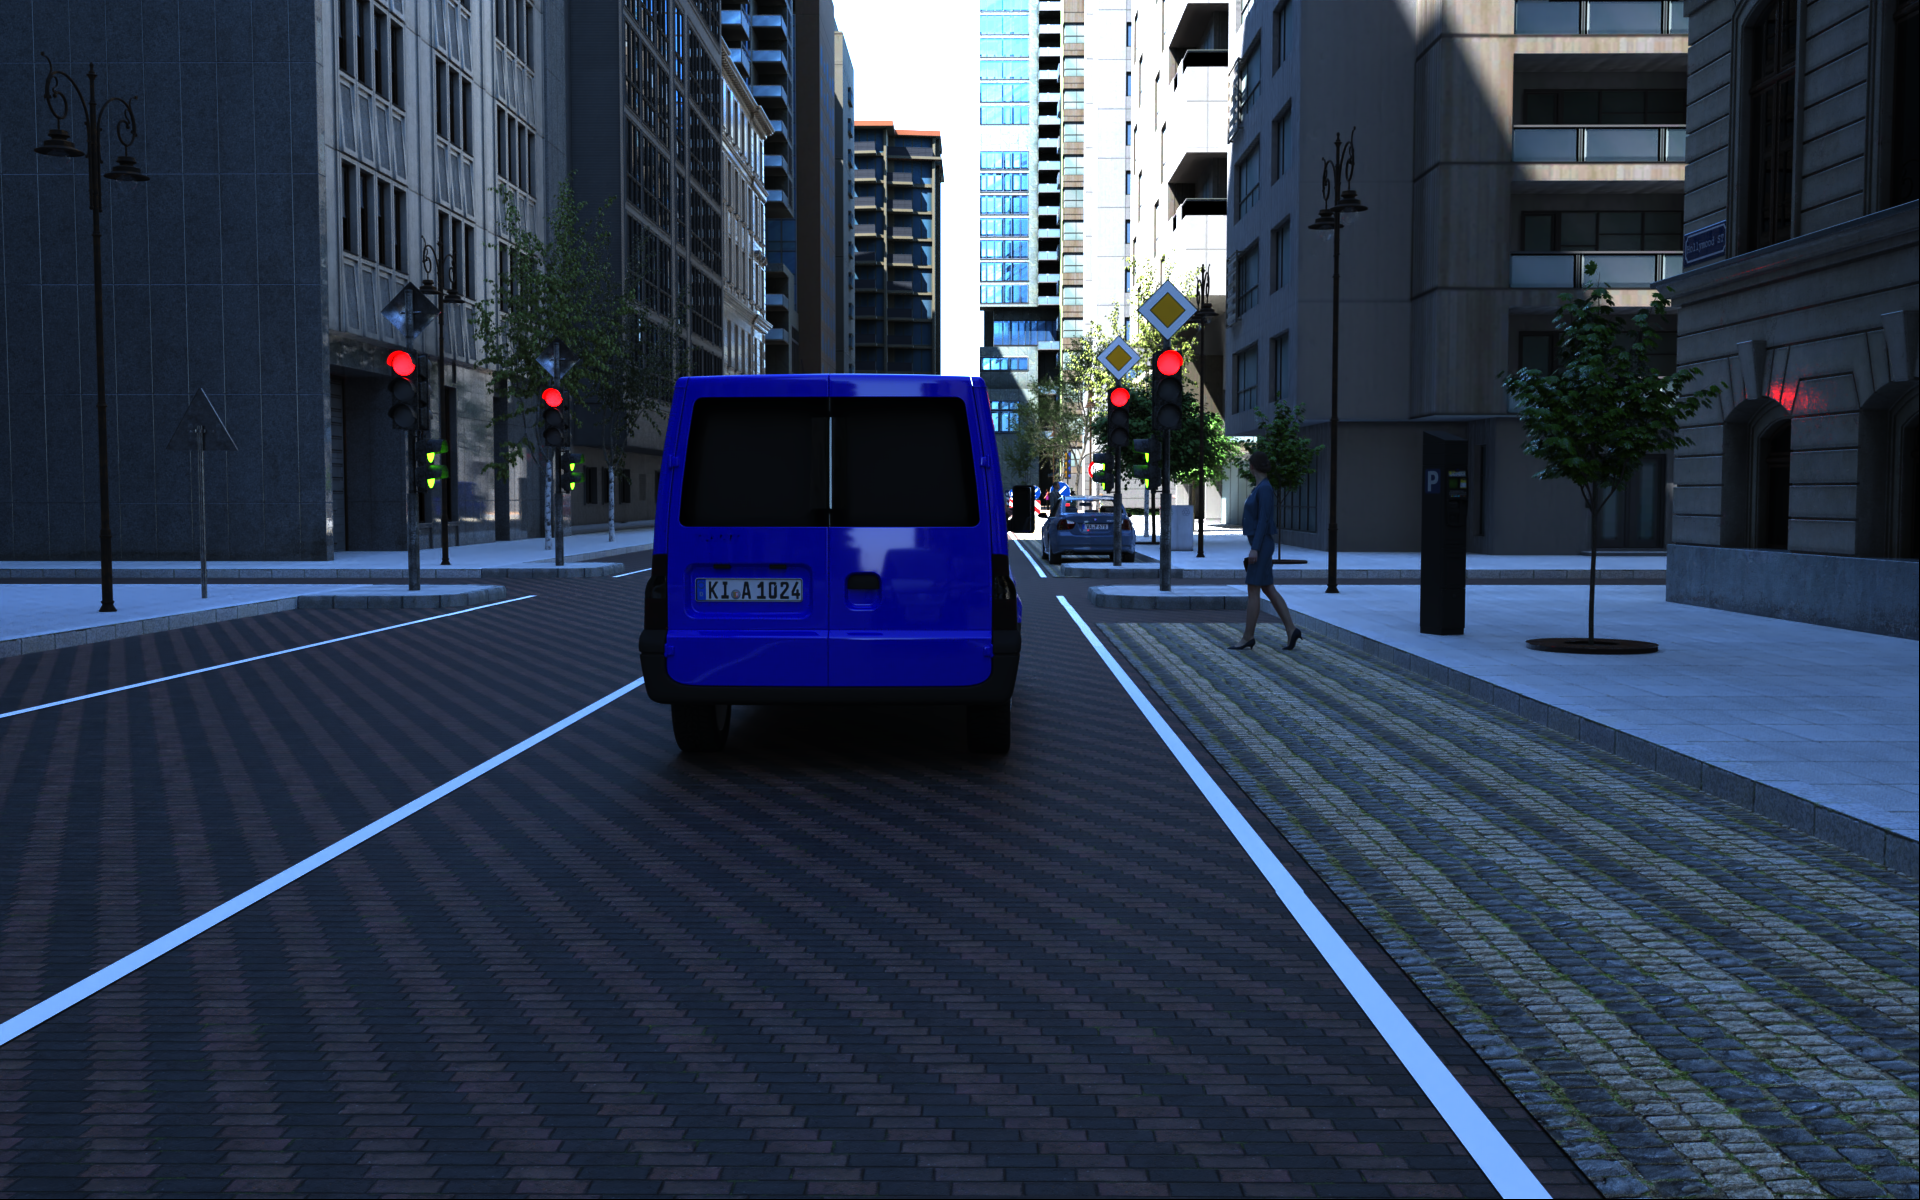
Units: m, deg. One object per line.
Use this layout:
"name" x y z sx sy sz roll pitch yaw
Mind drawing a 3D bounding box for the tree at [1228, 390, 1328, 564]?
"tree" 5.943 -2.301 32.222 1.663 3.219 1.824 0 3 0

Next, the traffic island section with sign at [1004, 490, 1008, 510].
"traffic island section with sign" 4.298 -9.242 159.737 1.989 1.847 2.006 0 4 1

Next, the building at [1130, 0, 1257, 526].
"building" 21.858 -29.629 73.674 28.713 52.752 27.495 0 4 1

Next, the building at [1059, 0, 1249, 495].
"building" 15.125 -28.042 142.079 14.154 41.232 14.086 0 4 1

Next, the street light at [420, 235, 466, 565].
"street light" -9.327 -3.574 31.221 0.468 5.910 1.993 0 4 1

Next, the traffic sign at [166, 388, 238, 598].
"traffic sign" -9.300 -1.299 21.245 0.884 2.594 0.081 0 4 1

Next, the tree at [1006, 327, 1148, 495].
"tree" 6.631 -9.984 97.657 8.767 10.594 7.601 -1 4 -23

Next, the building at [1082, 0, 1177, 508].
"building" 19.136 -35.376 120.396 21.231 58.520 28.212 0 4 1

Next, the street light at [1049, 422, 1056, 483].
"street light" 5.714 -8.125 105.625 0.468 5.910 1.993 0 4 1

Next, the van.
"van" -0.602 -0.419 11.237 2.240 2.365 5.245 0 4 1

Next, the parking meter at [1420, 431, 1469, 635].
"parking meter" 4.427 -0.619 15.831 0.255 1.863 0.399 -1 4 -22

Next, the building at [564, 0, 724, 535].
"building" -17.361 -16.553 64.154 14.314 27.812 24.014 0 4 1

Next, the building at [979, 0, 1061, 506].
"building" 13.925 -54.332 200.993 31.000 86.520 22.319 0 4 1

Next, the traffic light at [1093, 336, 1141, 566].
"traffic light" 2.796 -2.565 30.857 0.839 4.253 0.868 0 4 1

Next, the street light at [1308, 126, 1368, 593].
"street light" 4.832 -3.029 22.305 0.468 5.910 1.993 0 4 1

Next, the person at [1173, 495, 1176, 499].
"person" 11.727 -5.337 93.501 0.583 1.804 0.606 0 4 -3

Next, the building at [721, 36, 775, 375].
"building" -17.146 -17.866 89.371 12.463 27.353 25.104 0 4 1

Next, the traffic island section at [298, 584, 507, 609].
"traffic island section" -7.295 -0.050 23.103 2.009 0.180 2.903 0 4 1

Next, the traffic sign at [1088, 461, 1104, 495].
"traffic sign" 5.107 -3.905 63.956 0.768 2.556 0.104 1 4 8

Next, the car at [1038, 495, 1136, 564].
"car" 2.664 -1.493 36.415 2.014 1.417 4.499 0 4 0

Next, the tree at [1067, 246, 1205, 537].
"tree" 5.487 -6.202 51.762 4.737 8.622 4.395 0 3 0

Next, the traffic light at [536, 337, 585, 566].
"traffic light" -7.165 -2.571 30.953 0.839 4.253 0.868 0 4 1

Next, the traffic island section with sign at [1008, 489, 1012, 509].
"traffic island section with sign" 3.431 -4.579 83.502 1.989 1.847 2.006 0 4 1

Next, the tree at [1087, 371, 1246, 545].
"tree" 4.972 -3.720 44.539 4.285 4.588 4.351 0 3 0

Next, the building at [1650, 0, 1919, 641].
"building" 13.401 -11.249 2.998 14.460 24.649 34.723 0 4 1

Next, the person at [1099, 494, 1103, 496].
"person" 6.040 -3.962 75.072 0.590 1.304 0.306 -1 4 -16

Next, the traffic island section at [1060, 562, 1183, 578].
"traffic island section" 2.836 -0.531 30.971 2.009 0.180 2.903 0 4 1

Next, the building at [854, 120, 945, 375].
"building" -16.374 -33.508 202.482 28.867 44.769 22.147 0 4 1

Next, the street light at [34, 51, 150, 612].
"street light" -9.302 -2.810 18.728 0.468 5.910 1.993 0 4 1

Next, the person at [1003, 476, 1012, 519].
"person" 0.319 -0.755 21.198 0.716 1.782 0.532 -2 4 -28

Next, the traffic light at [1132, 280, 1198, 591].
"traffic light" 2.706 -2.077 22.873 0.839 4.253 0.868 0 4 1

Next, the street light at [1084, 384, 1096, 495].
"street light" 5.286 -5.952 70.096 0.468 5.910 1.993 0 4 1

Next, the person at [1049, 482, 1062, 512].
"person" 2.949 -2.706 52.842 0.767 1.812 0.694 1 4 20

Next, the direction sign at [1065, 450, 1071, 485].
"direction sign" 5.594 -5.994 90.000 0.379 3.537 0.876 -1 4 -16

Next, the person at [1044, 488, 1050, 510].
"person" 6.786 -7.871 135.416 0.721 1.739 1.217 1 4 18

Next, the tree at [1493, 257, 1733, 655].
"tree" 5.182 -1.209 14.376 1.663 3.219 1.824 0 3 0

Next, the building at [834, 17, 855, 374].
"building" -21.556 -33.385 169.547 21.600 48.544 21.300 0 4 1

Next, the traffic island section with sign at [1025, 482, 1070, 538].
"traffic island section with sign" 3.131 -2.931 56.548 1.989 1.847 2.006 0 4 1

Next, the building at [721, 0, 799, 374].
"building" -22.109 -49.374 119.943 22.319 86.520 31.000 0 4 1

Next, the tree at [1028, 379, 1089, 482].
"tree" 6.182 -9.732 109.481 4.360 8.622 3.978 0 3 0

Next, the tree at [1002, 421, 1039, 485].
"tree" 6.161 -13.355 168.715 4.737 8.622 4.395 0 3 0

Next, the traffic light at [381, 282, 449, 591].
"traffic light" -7.255 -2.082 22.968 0.839 4.253 0.868 0 4 1

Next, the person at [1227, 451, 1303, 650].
"person" 2.783 -0.444 15.785 0.654 1.822 0.581 2 4 27

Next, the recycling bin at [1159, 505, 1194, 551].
"recycling bin" 4.907 -1.635 39.282 0.722 1.027 0.722 0 4 3

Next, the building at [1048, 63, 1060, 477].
"building" 20.608 -33.297 164.019 23.786 49.044 30.456 0 4 1

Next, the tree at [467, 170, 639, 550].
"tree" -9.536 -5.484 40.026 4.737 8.622 4.395 0 3 0

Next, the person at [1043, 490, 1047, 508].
"person" 7.651 -8.954 153.916 0.593 1.643 0.415 -1 4 -17

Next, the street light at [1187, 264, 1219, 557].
"street light" 4.882 -3.803 34.964 0.468 5.910 1.993 0 4 1

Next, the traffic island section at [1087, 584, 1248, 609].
"traffic island section" 2.746 -0.043 22.986 2.009 0.180 2.903 0 4 1

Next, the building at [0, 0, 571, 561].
"building" -17.989 -13.718 42.318 12.078 24.808 19.932 0 4 1

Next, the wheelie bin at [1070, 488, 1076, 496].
"wheelie bin" 5.364 -4.757 85.680 0.693 1.594 0.980 -2 4 -33

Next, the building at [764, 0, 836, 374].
"building" -17.833 -30.190 143.712 14.600 45.320 14.200 0 4 1

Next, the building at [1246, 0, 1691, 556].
"building" 14.178 -21.816 40.291 14.086 41.232 14.154 0 4 1

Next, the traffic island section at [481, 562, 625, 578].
"traffic island section" -7.205 -0.539 31.088 2.009 0.180 2.903 0 4 1

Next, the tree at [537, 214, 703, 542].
"tree" -9.192 -5.890 46.657 4.360 8.622 3.978 0 3 0
